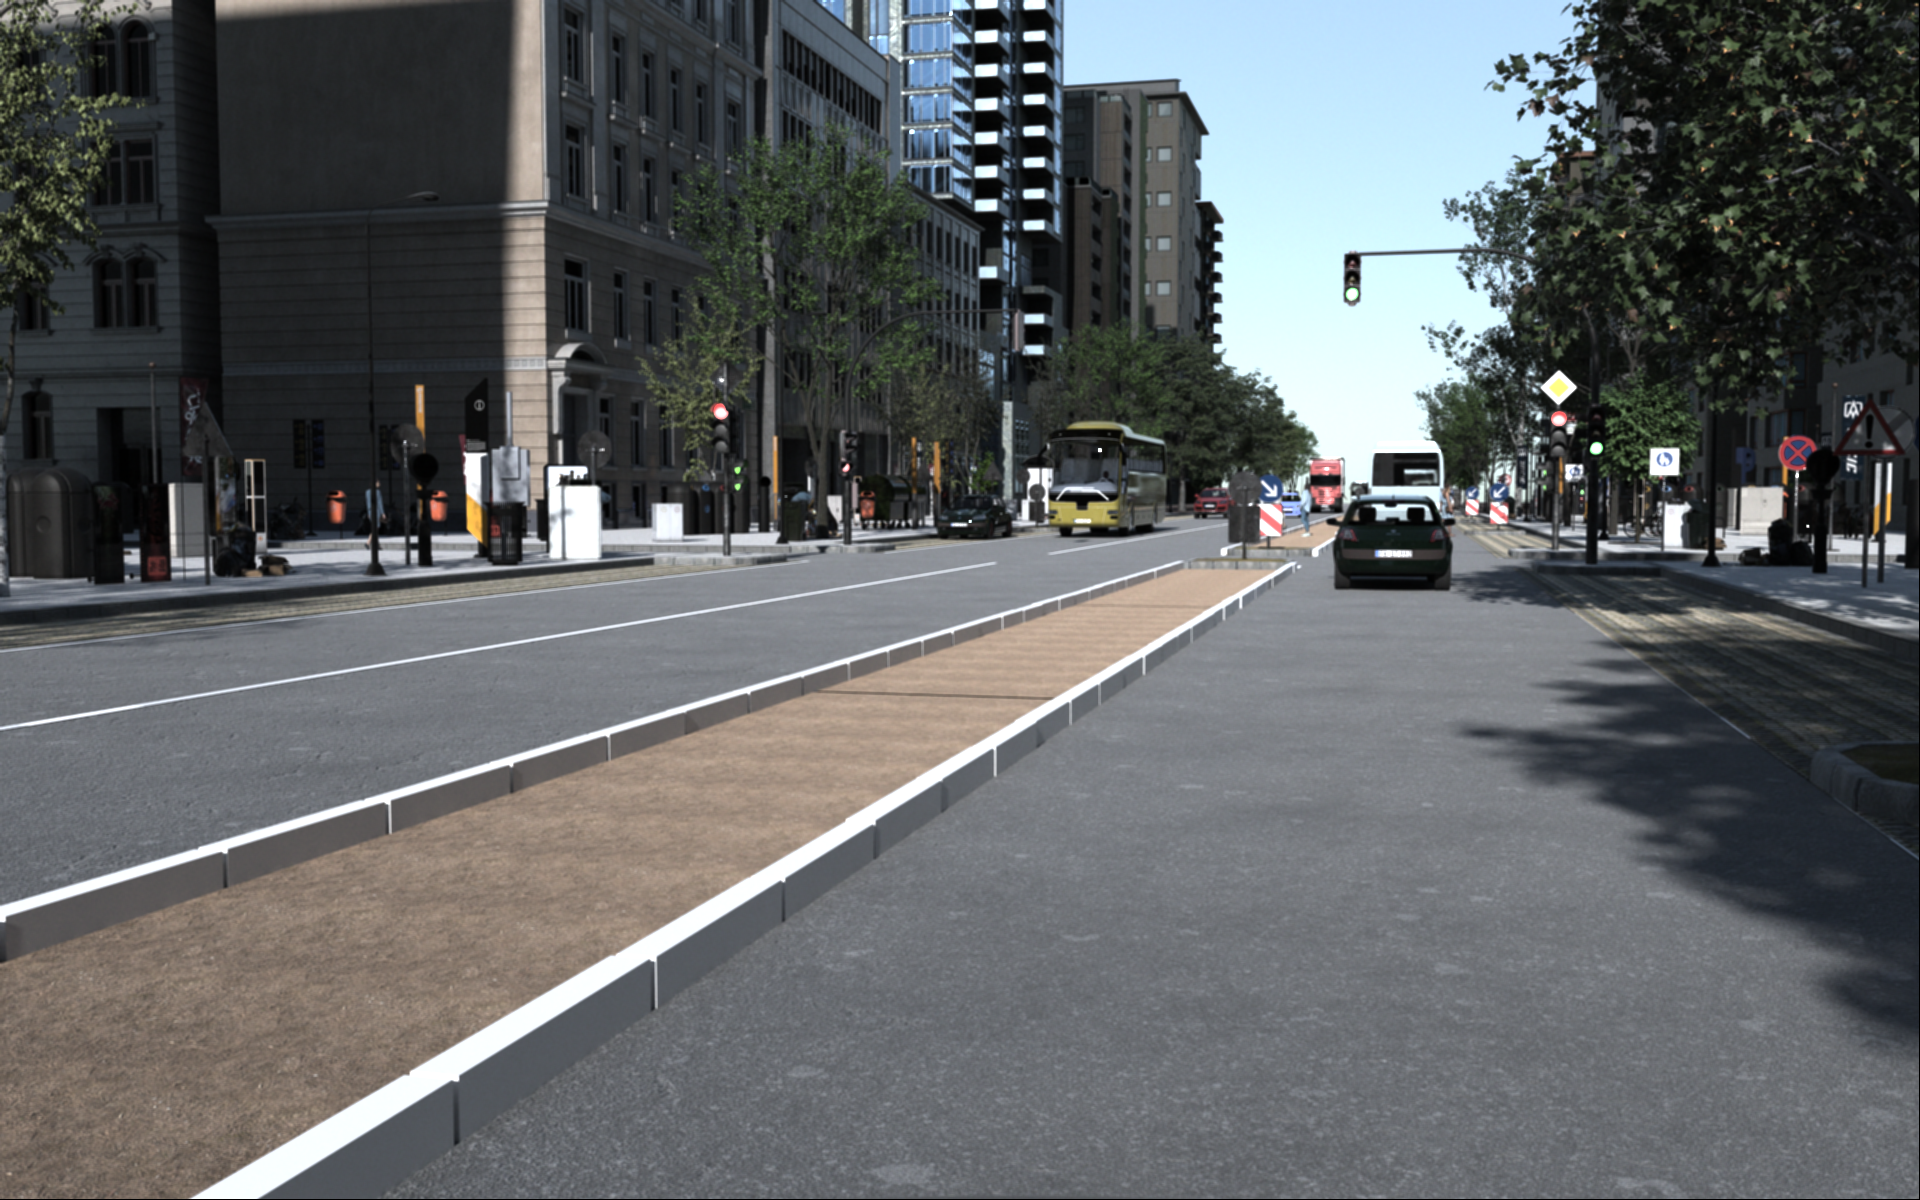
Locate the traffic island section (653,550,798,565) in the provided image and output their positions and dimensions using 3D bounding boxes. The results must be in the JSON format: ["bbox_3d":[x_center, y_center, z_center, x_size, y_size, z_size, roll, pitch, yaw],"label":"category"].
[{"bbox_3d":[-4.860,-0.839,36.004,2.009,0.180,2.903,1,4,14],"label":"traffic island section"}]

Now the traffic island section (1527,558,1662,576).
[{"bbox_3d":[11.588,-0.579,31.753,2.009,0.180,2.903,1,4,14],"label":"traffic island section"}]

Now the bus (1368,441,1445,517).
[{"bbox_3d":[17.323,-4.416,67.060,2.948,3.499,13.247,1,4,15],"label":"bus"}]

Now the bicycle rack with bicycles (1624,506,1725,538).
[{"bbox_3d":[21.118,-2.314,51.221,2.925,0.926,2.852,0,4,1],"label":"bicycle rack with bicycles"}]

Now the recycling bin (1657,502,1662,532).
[{"bbox_3d":[23.648,-2.747,57.465,0.722,1.027,0.722,-1,4,-22],"label":"recycling bin"}]

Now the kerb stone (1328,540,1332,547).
[{"bbox_3d":[9.637,-1.425,45.539,0.120,0.150,1.000,1,4,14],"label":"kerb stone"}]

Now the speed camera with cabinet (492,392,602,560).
[{"bbox_3d":[-8.070,-2.419,33.881,2.038,3.252,0.660,-1,4,-8],"label":"speed camera with cabinet"}]

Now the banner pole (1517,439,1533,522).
[{"bbox_3d":[25.763,-5.434,78.864,0.863,3.779,0.401,1,4,14],"label":"banner pole"}]

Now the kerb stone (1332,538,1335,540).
[{"bbox_3d":[10.153,-1.549,47.523,0.120,0.150,1.000,1,4,14],"label":"kerb stone"}]

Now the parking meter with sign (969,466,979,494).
[{"bbox_3d":[1.271,-6.777,107.056,0.543,3.016,1.738,-2,4,-34],"label":"parking meter with sign"}]

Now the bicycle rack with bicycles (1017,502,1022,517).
[{"bbox_3d":[3.501,-5.212,98.593,2.852,0.926,2.925,3,5,41],"label":"bicycle rack with bicycles"}]

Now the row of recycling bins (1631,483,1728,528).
[{"bbox_3d":[27.660,-3.639,66.614,3.534,1.692,1.069,2,4,35],"label":"row of recycling bins"}]

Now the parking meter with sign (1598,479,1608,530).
[{"bbox_3d":[23.228,-4.074,62.867,0.543,3.016,1.738,2,4,31],"label":"parking meter with sign"}]

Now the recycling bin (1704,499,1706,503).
[{"bbox_3d":[38.516,-4.674,88.968,0.722,1.027,0.722,-1,4,-19],"label":"recycling bin"}]

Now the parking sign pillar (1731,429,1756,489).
[{"bbox_3d":[32.676,-5.123,72.229,1.447,3.967,1.447,-3,4,-38],"label":"parking sign pillar"}]

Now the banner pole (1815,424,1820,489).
[{"bbox_3d":[30.871,-4.405,62.037,0.401,3.779,0.863,-2,4,-28],"label":"banner pole"}]

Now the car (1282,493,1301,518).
[{"bbox_3d":[20.024,-5.866,105.501,1.945,1.707,3.694,1,4,13],"label":"car"}]

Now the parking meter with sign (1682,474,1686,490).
[{"bbox_3d":[45.038,-6.796,107.382,0.543,3.016,1.738,3,4,36],"label":"parking meter with sign"}]

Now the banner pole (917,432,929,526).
[{"bbox_3d":[-1.586,-4.900,70.124,0.401,3.779,0.863,-3,4,-36],"label":"banner pole"}]

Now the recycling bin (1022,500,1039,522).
[{"bbox_3d":[3.344,-4.148,80.376,0.722,1.027,0.722,3,4,39],"label":"recycling bin"}]

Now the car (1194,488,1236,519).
[{"bbox_3d":[15.136,-5.746,102.621,2.281,1.827,5.304,1,4,16],"label":"car"}]

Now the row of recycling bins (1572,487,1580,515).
[{"bbox_3d":[38.199,-6.027,105.660,3.534,1.692,1.069,1,4,11],"label":"row of recycling bins"}]

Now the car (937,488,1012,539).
[{"bbox_3d":[0.486,-2.807,55.680,2.009,1.686,4.222,1,4,14],"label":"car"}]

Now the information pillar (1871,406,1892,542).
[{"bbox_3d":[24.511,-3.341,45.988,0.183,3.616,0.504,-1,4,-15],"label":"information pillar"}]

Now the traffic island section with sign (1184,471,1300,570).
[{"bbox_3d":[5.457,-1.556,33.584,2.006,1.907,1.989,1,4,14],"label":"traffic island section with sign"}]

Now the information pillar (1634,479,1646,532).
[{"bbox_3d":[22.872,-3.289,58.269,0.304,2.012,0.304,2,4,32],"label":"information pillar"}]

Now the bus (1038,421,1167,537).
[{"bbox_3d":[5.368,-4.299,61.827,2.896,3.916,12.252,1,4,14],"label":"bus"}]

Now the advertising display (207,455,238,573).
[{"bbox_3d":[-12.159,-1.430,28.587,0.123,1.923,0.974,0,4,-3],"label":"advertising display"}]

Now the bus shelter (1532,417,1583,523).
[{"bbox_3d":[28.012,-6.337,81.250,2.179,5.291,8.768,1,4,15],"label":"bus shelter"}]

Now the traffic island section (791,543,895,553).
[{"bbox_3d":[-2.857,-1.312,43.735,2.009,0.180,2.903,1,4,14],"label":"traffic island section"}]

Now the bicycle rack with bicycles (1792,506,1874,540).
[{"bbox_3d":[25.328,-2.246,50.106,2.852,0.926,2.925,3,5,39],"label":"bicycle rack with bicycles"}]

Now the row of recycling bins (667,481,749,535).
[{"bbox_3d":[-8.074,-2.950,55.350,1.069,1.692,3.534,2,4,32],"label":"row of recycling bins"}]

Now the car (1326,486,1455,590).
[{"bbox_3d":[6.781,-1.069,27.259,2.009,1.686,4.222,1,4,13],"label":"car"}]

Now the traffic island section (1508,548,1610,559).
[{"bbox_3d":[13.592,-1.052,39.483,2.009,0.180,2.903,1,4,14],"label":"traffic island section"}]

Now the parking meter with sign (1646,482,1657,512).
[{"bbox_3d":[42.445,-6.816,107.699,1.738,3.016,0.543,2,4,25],"label":"parking meter with sign"}]

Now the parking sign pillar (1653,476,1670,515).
[{"bbox_3d":[43.111,-7.194,106.098,1.447,3.967,1.447,1,4,9],"label":"parking sign pillar"}]

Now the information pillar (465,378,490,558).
[{"bbox_3d":[-9.721,-2.666,34.943,0.504,3.616,0.183,1,4,13],"label":"information pillar"}]

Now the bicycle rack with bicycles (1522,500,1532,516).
[{"bbox_3d":[33.444,-5.492,103.182,2.852,0.926,2.925,0,4,2],"label":"bicycle rack with bicycles"}]

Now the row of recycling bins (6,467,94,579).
[{"bbox_3d":[-14.701,-1.240,27.379,3.534,1.692,1.069,3,5,44],"label":"row of recycling bins"}]

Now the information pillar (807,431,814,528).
[{"bbox_3d":[-5.539,-4.486,64.695,0.183,3.616,0.504,1,4,22],"label":"information pillar"}]

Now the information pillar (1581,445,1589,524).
[{"bbox_3d":[26.847,-5.076,74.355,0.183,3.616,0.504,-1,4,-21],"label":"information pillar"}]

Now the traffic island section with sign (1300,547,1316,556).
[{"bbox_3d":[7.325,-1.995,40.753,2.006,1.907,1.989,1,4,14],"label":"traffic island section with sign"}]

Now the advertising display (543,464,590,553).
[{"bbox_3d":[-8.536,-1.983,37.635,0.974,1.923,0.123,0,4,-7],"label":"advertising display"}]

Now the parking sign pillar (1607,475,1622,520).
[{"bbox_3d":[32.797,-6.039,87.205,1.447,3.967,1.447,2,4,27],"label":"parking sign pillar"}]

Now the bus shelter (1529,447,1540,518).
[{"bbox_3d":[30.386,-6.000,89.378,1.731,3.624,6.357,1,4,14],"label":"bus shelter"}]

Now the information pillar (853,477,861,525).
[{"bbox_3d":[-4.317,-4.180,72.838,0.304,2.012,0.304,-1,4,-11],"label":"information pillar"}]

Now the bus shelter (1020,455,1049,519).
[{"bbox_3d":[4.746,-6.026,92.452,2.014,3.302,5.546,1,4,14],"label":"bus shelter"}]

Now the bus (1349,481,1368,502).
[{"bbox_3d":[55.252,-14.921,238.818,2.948,3.499,13.247,1,4,13],"label":"bus"}]

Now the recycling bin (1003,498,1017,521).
[{"bbox_3d":[2.308,-4.327,83.299,0.722,1.027,0.722,-1,4,-17],"label":"recycling bin"}]

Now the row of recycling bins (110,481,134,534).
[{"bbox_3d":[-28.548,-3.033,56.709,3.534,1.692,1.069,1,4,20],"label":"row of recycling bins"}]

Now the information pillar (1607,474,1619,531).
[{"bbox_3d":[22.522,-3.378,59.722,0.304,2.012,0.304,2,4,27],"label":"information pillar"}]

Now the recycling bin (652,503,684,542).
[{"bbox_3d":[-7.879,-2.086,46.663,0.722,1.027,0.722,-1,4,-22],"label":"recycling bin"}]

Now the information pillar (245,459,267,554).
[{"bbox_3d":[-15.013,-1.985,36.943,0.304,2.012,0.304,3,5,41],"label":"information pillar"}]

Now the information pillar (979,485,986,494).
[{"bbox_3d":[1.326,-6.017,102.867,0.304,2.012,0.304,-1,4,-23],"label":"information pillar"}]

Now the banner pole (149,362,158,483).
[{"bbox_3d":[-15.406,-2.636,33.122,0.401,3.779,0.863,-2,4,-28],"label":"banner pole"}]

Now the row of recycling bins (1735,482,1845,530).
[{"bbox_3d":[28.884,-3.255,60.329,3.534,1.692,1.069,3,5,40],"label":"row of recycling bins"}]

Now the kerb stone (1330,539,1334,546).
[{"bbox_3d":[9.900,-1.486,46.526,0.120,0.150,1.000,1,4,14],"label":"kerb stone"}]

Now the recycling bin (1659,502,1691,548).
[{"bbox_3d":[17.136,-1.757,41.277,0.722,1.027,0.722,1,4,23],"label":"recycling bin"}]

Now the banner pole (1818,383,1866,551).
[{"bbox_3d":[19.862,-2.991,38.914,0.863,3.779,0.401,1,4,19],"label":"banner pole"}]
